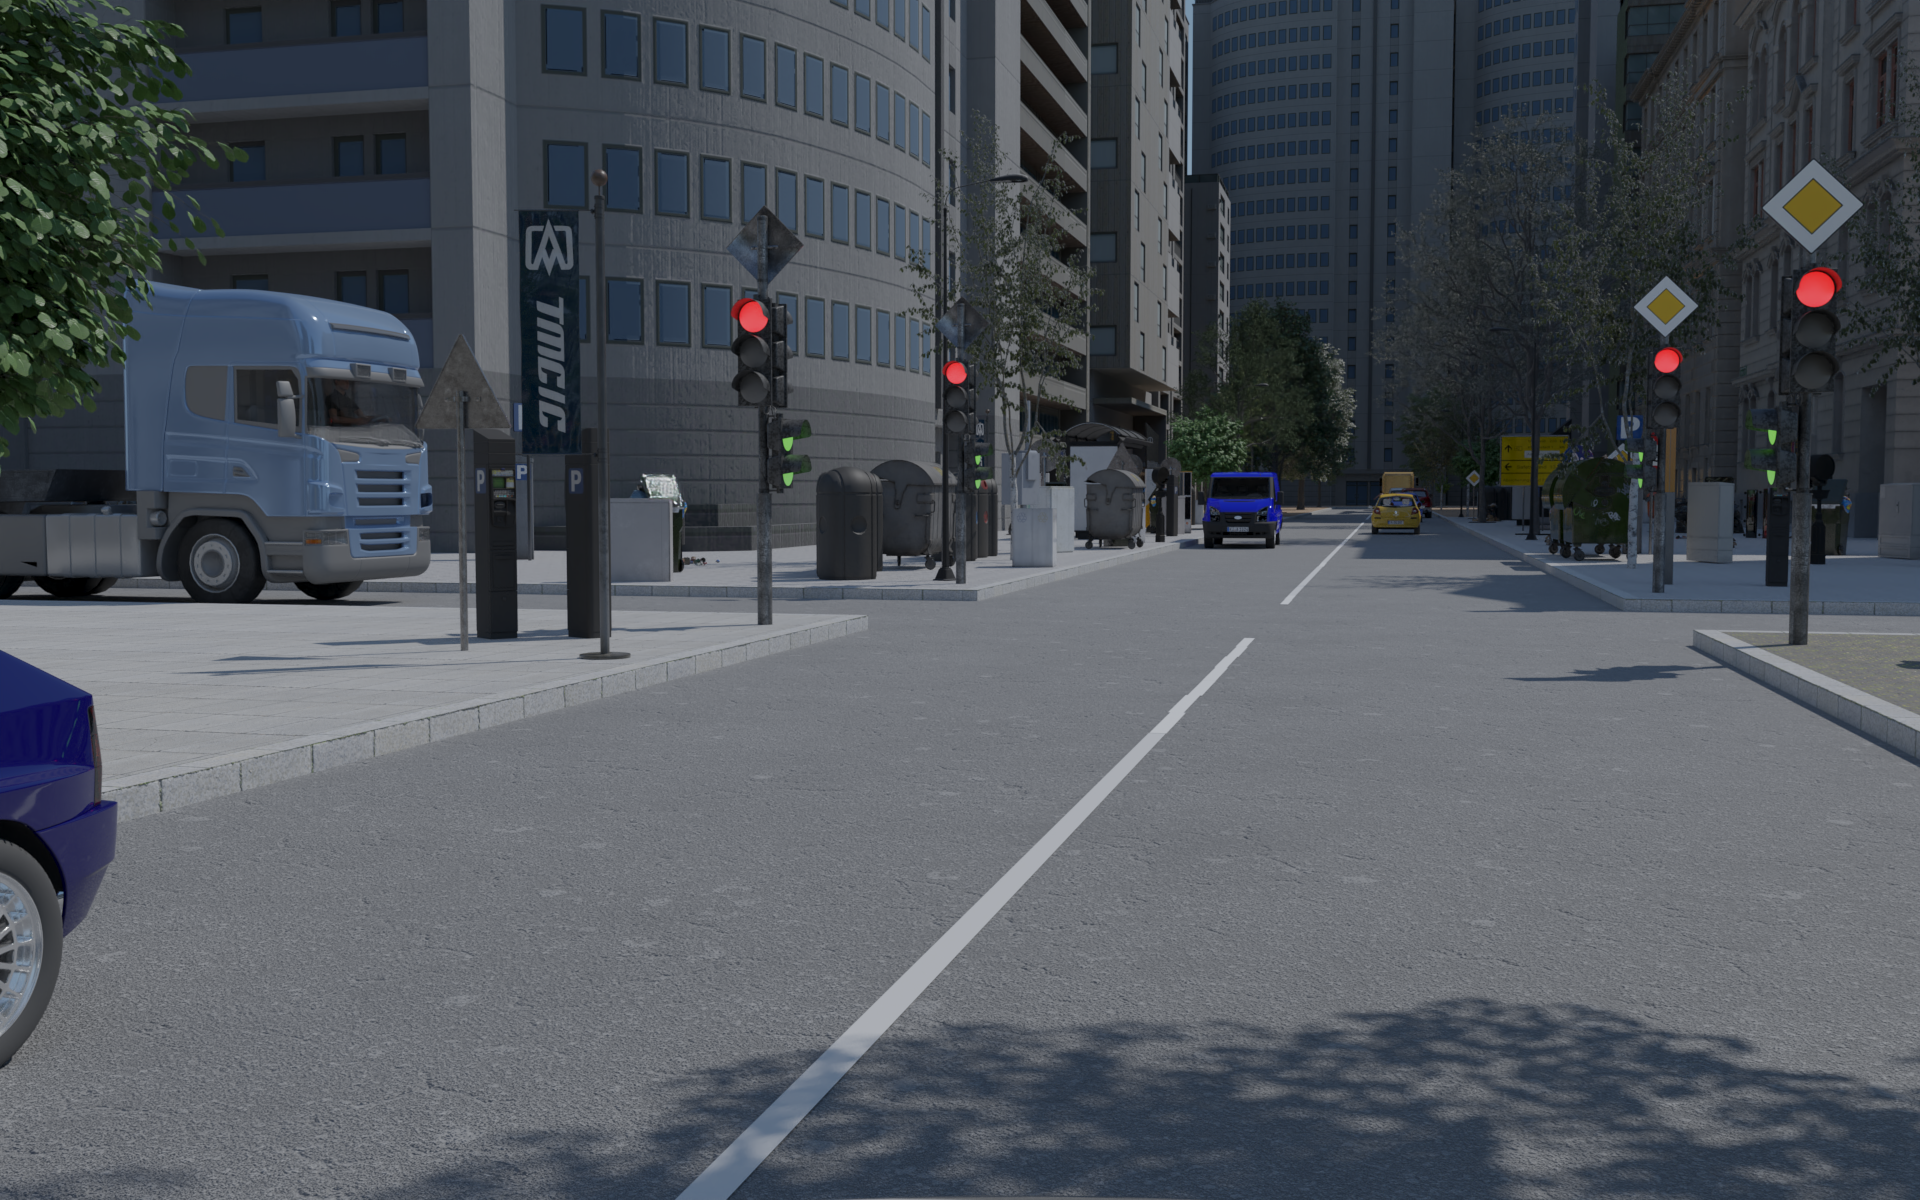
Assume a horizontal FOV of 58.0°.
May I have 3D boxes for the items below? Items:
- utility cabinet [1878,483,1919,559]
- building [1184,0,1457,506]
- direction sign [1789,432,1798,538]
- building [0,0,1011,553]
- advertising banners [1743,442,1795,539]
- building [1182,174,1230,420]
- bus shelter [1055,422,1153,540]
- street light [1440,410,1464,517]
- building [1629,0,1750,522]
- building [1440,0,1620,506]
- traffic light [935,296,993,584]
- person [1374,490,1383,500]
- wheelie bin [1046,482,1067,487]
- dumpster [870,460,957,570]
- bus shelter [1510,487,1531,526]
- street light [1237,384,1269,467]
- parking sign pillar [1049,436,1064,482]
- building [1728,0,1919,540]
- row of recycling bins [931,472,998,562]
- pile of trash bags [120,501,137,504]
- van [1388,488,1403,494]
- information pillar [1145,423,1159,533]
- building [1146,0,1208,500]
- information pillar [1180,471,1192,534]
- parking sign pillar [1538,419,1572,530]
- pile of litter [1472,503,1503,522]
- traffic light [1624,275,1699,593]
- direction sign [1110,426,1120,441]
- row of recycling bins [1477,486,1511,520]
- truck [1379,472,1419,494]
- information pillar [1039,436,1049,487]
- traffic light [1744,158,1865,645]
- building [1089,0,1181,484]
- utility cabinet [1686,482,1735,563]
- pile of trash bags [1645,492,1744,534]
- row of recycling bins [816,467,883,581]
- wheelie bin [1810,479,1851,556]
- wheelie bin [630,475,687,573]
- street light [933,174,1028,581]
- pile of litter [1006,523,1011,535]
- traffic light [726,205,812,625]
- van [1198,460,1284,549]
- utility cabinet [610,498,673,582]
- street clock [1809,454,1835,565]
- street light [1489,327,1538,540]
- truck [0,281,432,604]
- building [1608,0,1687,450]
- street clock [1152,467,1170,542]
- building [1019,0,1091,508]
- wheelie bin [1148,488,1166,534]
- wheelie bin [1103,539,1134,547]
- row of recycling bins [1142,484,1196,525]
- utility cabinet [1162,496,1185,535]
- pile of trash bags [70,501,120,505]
[{"bbox_3d":[18.654,-1.568,34.313,0.318,1.500,1.173,0,4,0],"label":"utility cabinet"},{"bbox_3d":[40.770,-40.043,196.707,28.212,58.520,21.231,1,4,14],"label":"building"},{"bbox_3d":[24.255,-3.556,50.141,0.379,3.537,0.876,1,4,15],"label":"direction sign"},{"bbox_3d":[-11.400,-31.091,50.335,21.231,58.520,28.212,1,4,14],"label":"building"},{"bbox_3d":[23.255,-3.277,49.768,0.090,3.025,2.074,-1,4,-12],"label":"advertising banners"},{"bbox_3d":[17.561,-23.747,159.972,14.107,30.474,14.160,1,4,14],"label":"building"},{"bbox_3d":[4.330,-3.504,51.210,2.014,3.302,5.546,1,4,14],"label":"bus shelter"},{"bbox_3d":[27.095,-7.514,95.391,1.470,5.913,1.316,1,4,14],"label":"street light"},{"bbox_3d":[38.790,-17.268,79.587,12.463,27.353,25.104,1,4,14],"label":"building"},{"bbox_3d":[68.152,-39.580,189.136,28.212,58.520,21.231,1,4,14],"label":"building"},{"bbox_3d":[0.030,-2.186,24.655,0.839,4.253,0.868,1,4,14],"label":"traffic light"},{"bbox_3d":[34.940,-8.240,143.938,1.217,1.736,0.721,-1,4,-18],"label":"person"},{"bbox_3d":[2.528,-2.312,45.710,0.980,1.594,0.693,0,4,-7],"label":"wheelie bin"},{"bbox_3d":[-0.829,-1.483,30.004,1.264,1.857,1.865,1,4,14],"label":"dumpster"},{"bbox_3d":[22.563,-4.521,67.847,2.014,3.302,5.546,1,4,14],"label":"bus shelter"},{"bbox_3d":[12.278,-6.150,73.097,1.470,5.913,1.316,1,4,14],"label":"street light"},{"bbox_3d":[4.137,-5.564,79.443,1.447,3.967,1.447,3,5,43],"label":"parking sign pillar"},{"bbox_3d":[33.907,-16.393,55.408,14.401,28.519,23.554,1,4,14],"label":"building"},{"bbox_3d":[0.071,-1.674,34.486,1.069,1.692,3.534,1,4,10],"label":"row of recycling bins"},{"bbox_3d":[-40.835,-4.811,88.404,3.447,1.369,1.912,2,4,29],"label":"pile of trash bags"},{"bbox_3d":[29.949,-6.801,118.214,2.013,2.044,4.112,1,4,13],"label":"van"},{"bbox_3d":[6.335,-4.035,57.323,0.504,3.616,0.183,-2,4,-27],"label":"information pillar"},{"bbox_3d":[9.349,-42.782,137.744,20.563,71.187,20.611,1,4,14],"label":"building"},{"bbox_3d":[7.327,-3.166,56.263,0.304,2.012,0.304,-1,4,-16],"label":"information pillar"},{"bbox_3d":[21.167,-4.493,61.938,1.447,3.967,1.447,-1,4,-18],"label":"parking sign pillar"},{"bbox_3d":[24.817,-4.127,81.447,1.176,0.858,1.719,-1,4,-8],"label":"pile of litter"},{"bbox_3d":[9.070,-2.049,22.428,0.839,4.253,0.868,1,4,14],"label":"traffic light"},{"bbox_3d":[5.165,-4.020,57.726,0.379,3.537,0.876,-1,4,-16],"label":"direction sign"},{"bbox_3d":[26.583,-4.765,85.023,3.534,1.692,1.069,-3,5,-44],"label":"row of recycling bins"},{"bbox_3d":[38.624,-9.584,152.625,3.469,3.379,9.791,1,4,15],"label":"truck"},{"bbox_3d":[3.339,-4.725,68.602,0.504,3.616,0.183,3,5,40],"label":"information pillar"},{"bbox_3d":[7.139,-1.575,14.679,0.839,4.253,0.868,1,4,14],"label":"traffic light"},{"bbox_3d":[0.044,-32.198,115.672,28.713,52.752,27.495,1,4,14],"label":"building"},{"bbox_3d":[14.040,-1.451,32.397,0.318,1.500,1.173,0,4,-4],"label":"utility cabinet"},{"bbox_3d":[24.225,-2.914,57.391,1.912,1.369,3.447,-2,4,-31],"label":"pile of trash bags"},{"bbox_3d":[-1.749,-1.240,27.386,1.069,1.692,3.534,0,4,0],"label":"row of recycling bins"},{"bbox_3d":[18.228,-1.739,36.346,0.980,1.594,0.693,3,5,45],"label":"wheelie bin"},{"bbox_3d":[-4.960,-1.245,28.270,0.980,1.594,0.693,-3,5,-42],"label":"wheelie bin"},{"bbox_3d":[0.307,-3.233,25.397,1.470,5.913,1.316,1,4,14],"label":"street light"},{"bbox_3d":[2.219,-2.474,54.422,1.719,0.858,1.176,-1,4,-13],"label":"pile of litter"},{"bbox_3d":[-1.901,-1.712,16.906,0.839,4.253,0.868,1,4,14],"label":"traffic light"},{"bbox_3d":[7.766,-2.629,47.376,2.240,2.365,5.245,1,4,13],"label":"van"},{"bbox_3d":[-4.744,-0.872,25.418,1.020,1.237,0.306,0,4,-1],"label":"utility cabinet"},{"bbox_3d":[15.649,-1.650,31.547,0.471,2.002,0.358,-1,4,-19],"label":"street clock"},{"bbox_3d":[15.416,-4.632,48.268,1.470,5.913,1.316,1,4,14],"label":"street light"},{"bbox_3d":[-15.638,-2.110,24.261,18.799,4.110,2.967,1,4,16],"label":"truck"},{"bbox_3d":[44.719,-20.061,99.697,14.160,30.474,14.107,1,4,14],"label":"building"},{"bbox_3d":[5.324,-2.535,46.022,0.471,2.002,0.358,-3,5,-41],"label":"street clock"},{"bbox_3d":[-5.589,-28.450,88.867,21.300,48.544,21.600,1,4,14],"label":"building"},{"bbox_3d":[6.537,-2.967,56.410,0.693,1.594,0.980,1,4,22],"label":"wheelie bin"},{"bbox_3d":[3.822,-2.110,42.412,0.980,1.594,0.693,-2,4,-25],"label":"wheelie bin"},{"bbox_3d":[8.007,-3.961,71.878,3.534,1.692,1.069,1,4,12],"label":"row of recycling bins"},{"bbox_3d":[6.727,-2.673,54.865,0.306,1.237,1.020,3,5,40],"label":"utility cabinet"},{"bbox_3d":[-40.953,-4.301,80.079,3.447,1.369,1.912,2,4,29],"label":"pile of trash bags"}]
